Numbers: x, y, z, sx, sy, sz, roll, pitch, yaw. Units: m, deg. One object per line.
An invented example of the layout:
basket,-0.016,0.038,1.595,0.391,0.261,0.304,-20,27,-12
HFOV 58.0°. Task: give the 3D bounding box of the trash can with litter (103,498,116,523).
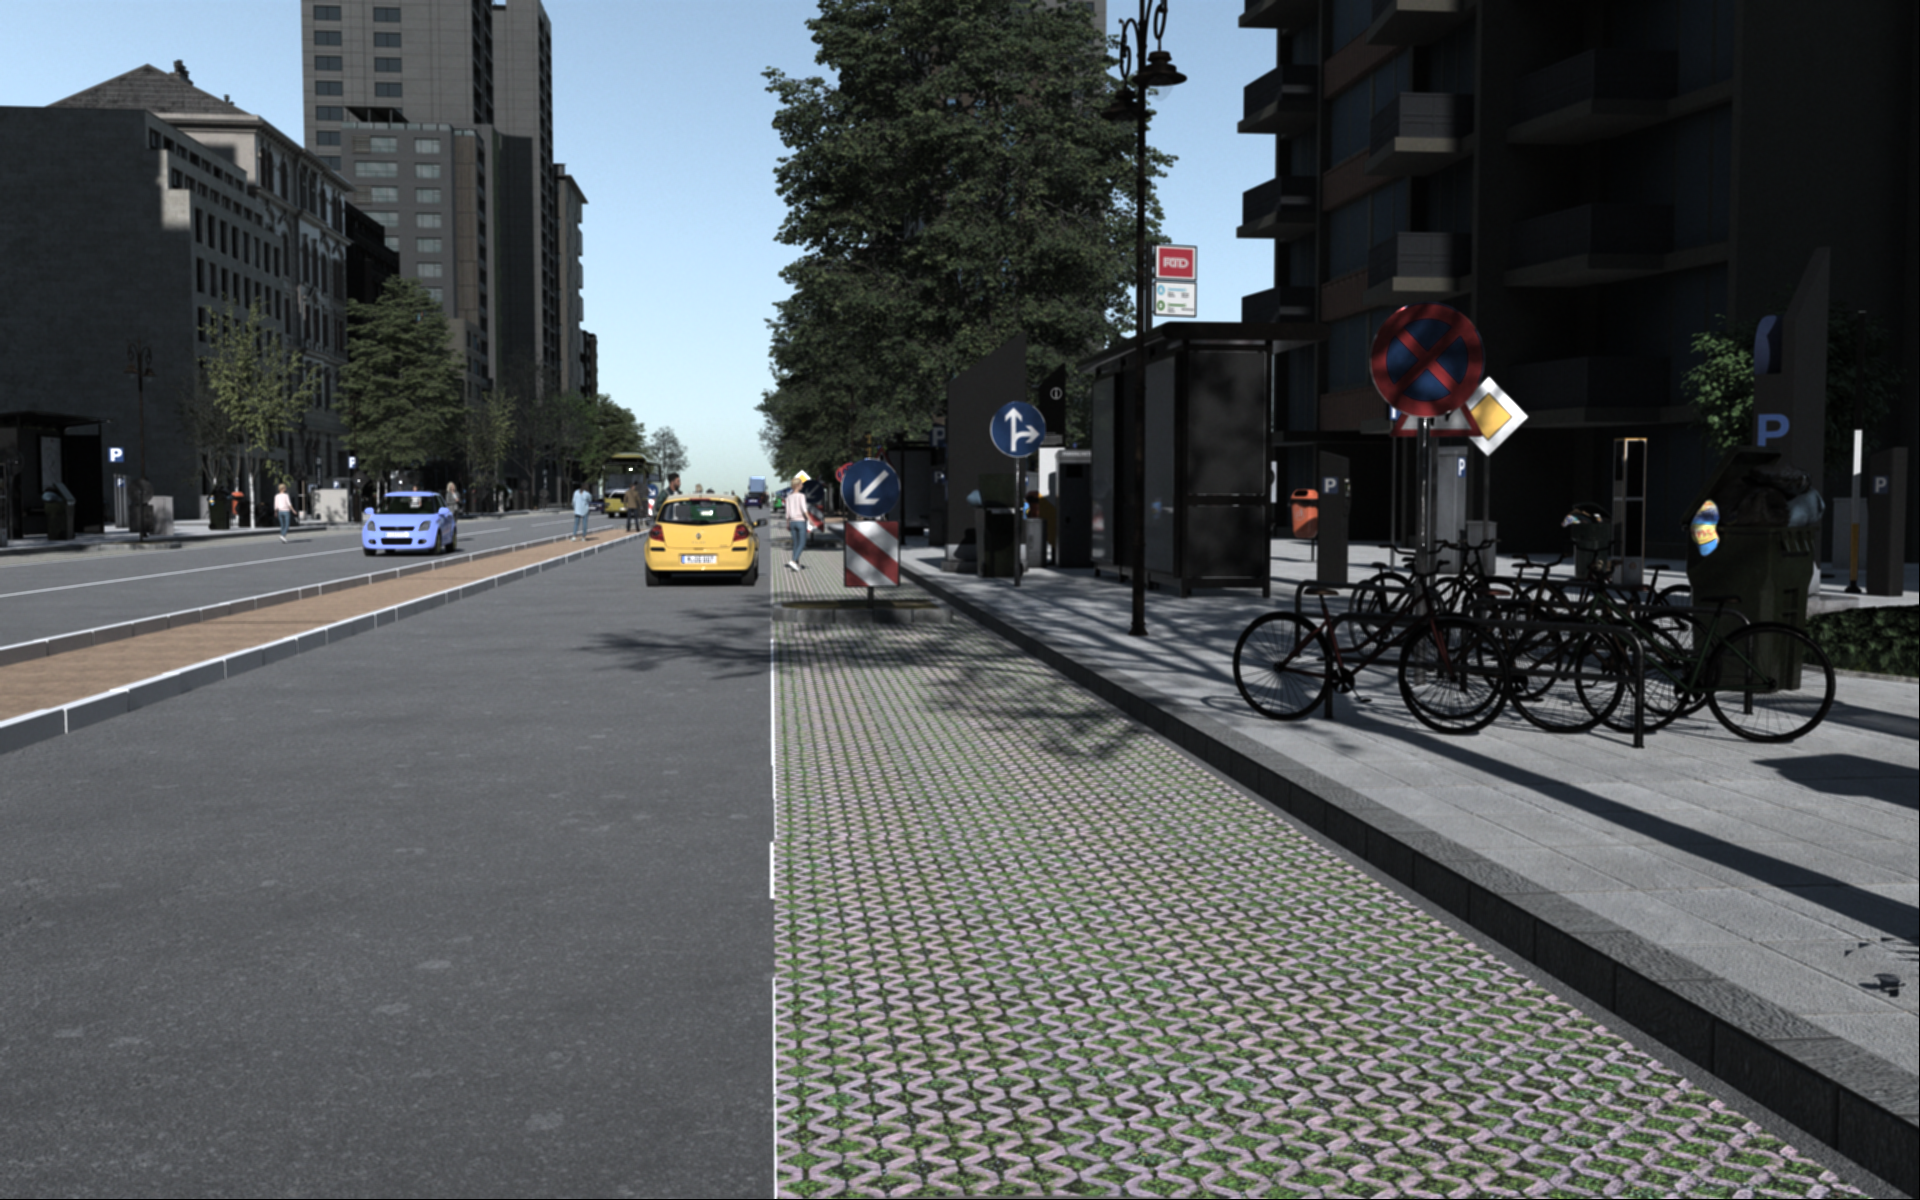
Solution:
trash can with litter,-38.387,-4.074,78.004,1.055,1.170,0.624,1,4,18

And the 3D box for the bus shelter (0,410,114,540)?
bus shelter,-27.245,-3.692,51.652,1.731,3.624,6.357,0,4,-6

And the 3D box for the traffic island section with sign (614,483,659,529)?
traffic island section with sign,-13.145,-3.854,71.145,2.006,1.907,1.989,0,4,-6

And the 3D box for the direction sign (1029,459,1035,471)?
direction sign,4.370,-7.193,109.600,0.876,3.537,0.379,2,4,35

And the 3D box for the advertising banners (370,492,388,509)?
advertising banners,-40.945,-7.775,123.314,2.074,3.025,0.090,-3,4,-38

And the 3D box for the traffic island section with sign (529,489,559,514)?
traffic island section with sign,-30.338,-7.199,126.325,1.989,1.847,2.006,0,4,-6

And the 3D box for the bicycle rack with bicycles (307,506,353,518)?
bicycle rack with bicycles,-34.408,-4.981,94.821,2.925,0.926,2.852,-1,4,-23

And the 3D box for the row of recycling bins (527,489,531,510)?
row of recycling bins,-35.831,-8.059,138.870,1.069,1.692,3.534,2,4,29

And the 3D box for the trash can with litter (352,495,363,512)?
trash can with litter,-36.241,-5.621,102.956,1.678,1.210,2.233,-1,4,-12

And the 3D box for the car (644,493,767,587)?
car,-4.173,-1.107,28.329,2.015,1.641,3.980,0,4,-6

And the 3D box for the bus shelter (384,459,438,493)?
bus shelter,-31.760,-6.501,100.221,2.014,3.302,5.546,0,4,-6

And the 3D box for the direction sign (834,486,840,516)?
direction sign,-7.303,-6.776,102.776,0.379,3.537,0.876,1,4,17

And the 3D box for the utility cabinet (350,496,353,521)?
utility cabinet,-29.030,-4.348,82.250,0.306,1.237,1.020,-1,4,-15

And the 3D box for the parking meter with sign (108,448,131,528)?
parking meter with sign,-31.733,-4.246,65.681,0.543,3.016,1.738,-1,4,-12

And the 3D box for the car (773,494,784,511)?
car,-14.552,-8.246,143.614,1.959,1.807,4.718,0,4,-5

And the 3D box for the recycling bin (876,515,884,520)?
recycling bin,-4.160,-4.512,86.329,0.722,1.027,0.722,-1,4,-12

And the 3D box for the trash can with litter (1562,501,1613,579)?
trash can with litter,9.647,-0.905,26.182,1.055,1.170,0.624,-3,4,-36

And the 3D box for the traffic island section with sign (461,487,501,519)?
traffic island section with sign,-27.326,-5.519,98.864,1.989,1.847,2.006,0,4,-6

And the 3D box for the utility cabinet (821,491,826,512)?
utility cabinet,-9.625,-6.931,122.005,0.318,1.500,1.173,-1,4,-9

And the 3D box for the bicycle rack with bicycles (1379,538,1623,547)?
bicycle rack with bicycles,3.871,0.002,13.342,2.852,0.926,2.925,-1,4,-21

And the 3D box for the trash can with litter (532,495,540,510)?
trash can with litter,-35.556,-8.151,144.655,0.624,1.170,1.055,-1,4,-19

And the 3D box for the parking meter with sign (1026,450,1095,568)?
parking meter with sign,2.008,-2.071,30.117,1.738,3.016,0.543,0,4,-6

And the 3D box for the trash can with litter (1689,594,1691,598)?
trash can with litter,9.842,-0.638,21.486,1.678,1.210,2.233,0,4,-1

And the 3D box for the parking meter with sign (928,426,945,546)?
parking meter with sign,-0.541,-2.887,43.465,0.543,3.016,1.738,0,4,2

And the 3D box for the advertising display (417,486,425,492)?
advertising display,-46.857,-8.860,150.069,0.974,1.923,0.123,-2,4,-35

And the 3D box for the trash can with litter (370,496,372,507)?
trash can with litter,-42.034,-6.974,125.084,2.233,1.210,1.678,1,4,14

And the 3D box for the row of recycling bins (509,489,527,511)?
row of recycling bins,-35.879,-7.853,135.512,3.534,1.692,1.069,1,4,20

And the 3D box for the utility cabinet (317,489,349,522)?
utility cabinet,-28.312,-4.262,78.363,1.173,1.500,0.318,-1,4,-17

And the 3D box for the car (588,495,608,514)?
car,-26.146,-6.824,124.145,1.945,1.354,3.894,0,4,-4

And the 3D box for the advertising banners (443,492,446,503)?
advertising banners,-31.774,-6.783,107.097,0.090,3.025,2.074,-1,4,-9

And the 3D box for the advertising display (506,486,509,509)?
advertising display,-34.731,-7.797,132.696,0.123,1.923,0.974,-2,4,-27

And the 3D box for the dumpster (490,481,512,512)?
dumpster,-33.549,-7.573,126.304,1.502,2.255,1.985,0,4,-6

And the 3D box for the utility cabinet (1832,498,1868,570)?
utility cabinet,15.317,-1.121,29.488,0.306,1.237,1.020,-1,4,-9

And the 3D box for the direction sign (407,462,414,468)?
direction sign,-38.621,-7.895,121.085,0.876,3.537,0.379,-1,4,-12

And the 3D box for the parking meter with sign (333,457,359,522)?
parking meter with sign,-28.473,-5.101,79.658,0.543,3.016,1.738,2,4,24

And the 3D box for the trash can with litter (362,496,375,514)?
trash can with litter,-38.155,-6.153,111.992,0.624,1.170,1.055,3,5,40

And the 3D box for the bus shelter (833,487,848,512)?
bus shelter,-9.791,-9.993,141.019,2.179,5.291,8.768,0,4,-6

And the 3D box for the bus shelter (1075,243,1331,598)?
bus shelter,3.040,-2.924,25.433,2.179,5.291,8.768,0,4,-6

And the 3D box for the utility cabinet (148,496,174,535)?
utility cabinet,-25.009,-2.633,54.209,1.020,1.237,0.306,3,4,37

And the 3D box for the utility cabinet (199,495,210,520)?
utility cabinet,-37.652,-4.612,86.563,1.020,1.237,0.306,3,5,45

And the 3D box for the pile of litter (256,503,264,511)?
pile of litter,-35.798,-4.555,88.444,1.719,0.858,1.176,1,4,20

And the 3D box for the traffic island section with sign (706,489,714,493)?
traffic island section with sign,-22.121,-8.873,153.203,2.006,1.907,1.989,0,4,-6

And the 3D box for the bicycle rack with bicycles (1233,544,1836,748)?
bicycle rack with bicycles,3.383,0.221,9.772,2.925,0.926,2.852,3,5,42

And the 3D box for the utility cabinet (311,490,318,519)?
utility cabinet,-32.641,-4.835,87.731,0.318,1.500,1.173,-2,4,-29

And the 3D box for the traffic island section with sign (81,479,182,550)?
traffic island section with sign,-21.441,-2.225,45.001,1.989,1.847,2.006,0,4,-6

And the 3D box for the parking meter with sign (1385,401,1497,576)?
parking meter with sign,7.706,-1.923,27.708,1.738,3.016,0.543,3,5,39

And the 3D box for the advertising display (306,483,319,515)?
advertising display,-39.502,-6.144,105.662,0.123,1.923,0.974,1,4,20

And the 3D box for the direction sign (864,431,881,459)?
direction sign,-3.105,-4.304,62.367,0.876,3.537,0.379,-3,5,-44

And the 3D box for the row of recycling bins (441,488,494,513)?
row of recycling bins,-32.884,-6.639,115.658,3.534,1.692,1.069,-3,4,-38

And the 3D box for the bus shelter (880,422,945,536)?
bus shelter,-1.244,-3.491,51.007,2.014,3.302,5.546,0,4,-6

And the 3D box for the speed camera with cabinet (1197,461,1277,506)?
speed camera with cabinet,7.353,-3.159,45.983,2.038,3.252,0.660,-1,4,-14

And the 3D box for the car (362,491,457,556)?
car,-13.068,-1.932,41.185,1.945,1.707,3.694,0,4,-8

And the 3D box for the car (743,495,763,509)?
car,-20.107,-9.514,168.129,1.945,1.354,3.894,0,4,-8

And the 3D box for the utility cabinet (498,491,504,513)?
utility cabinet,-31.302,-6.691,118.083,0.318,1.500,1.173,-1,4,-13

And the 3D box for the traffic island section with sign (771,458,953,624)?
traffic island section with sign,-1.174,-0.693,19.952,1.989,1.847,2.006,0,4,-6

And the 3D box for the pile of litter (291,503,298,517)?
pile of litter,-36.725,-5.002,95.755,1.176,0.858,1.719,-1,4,-12
